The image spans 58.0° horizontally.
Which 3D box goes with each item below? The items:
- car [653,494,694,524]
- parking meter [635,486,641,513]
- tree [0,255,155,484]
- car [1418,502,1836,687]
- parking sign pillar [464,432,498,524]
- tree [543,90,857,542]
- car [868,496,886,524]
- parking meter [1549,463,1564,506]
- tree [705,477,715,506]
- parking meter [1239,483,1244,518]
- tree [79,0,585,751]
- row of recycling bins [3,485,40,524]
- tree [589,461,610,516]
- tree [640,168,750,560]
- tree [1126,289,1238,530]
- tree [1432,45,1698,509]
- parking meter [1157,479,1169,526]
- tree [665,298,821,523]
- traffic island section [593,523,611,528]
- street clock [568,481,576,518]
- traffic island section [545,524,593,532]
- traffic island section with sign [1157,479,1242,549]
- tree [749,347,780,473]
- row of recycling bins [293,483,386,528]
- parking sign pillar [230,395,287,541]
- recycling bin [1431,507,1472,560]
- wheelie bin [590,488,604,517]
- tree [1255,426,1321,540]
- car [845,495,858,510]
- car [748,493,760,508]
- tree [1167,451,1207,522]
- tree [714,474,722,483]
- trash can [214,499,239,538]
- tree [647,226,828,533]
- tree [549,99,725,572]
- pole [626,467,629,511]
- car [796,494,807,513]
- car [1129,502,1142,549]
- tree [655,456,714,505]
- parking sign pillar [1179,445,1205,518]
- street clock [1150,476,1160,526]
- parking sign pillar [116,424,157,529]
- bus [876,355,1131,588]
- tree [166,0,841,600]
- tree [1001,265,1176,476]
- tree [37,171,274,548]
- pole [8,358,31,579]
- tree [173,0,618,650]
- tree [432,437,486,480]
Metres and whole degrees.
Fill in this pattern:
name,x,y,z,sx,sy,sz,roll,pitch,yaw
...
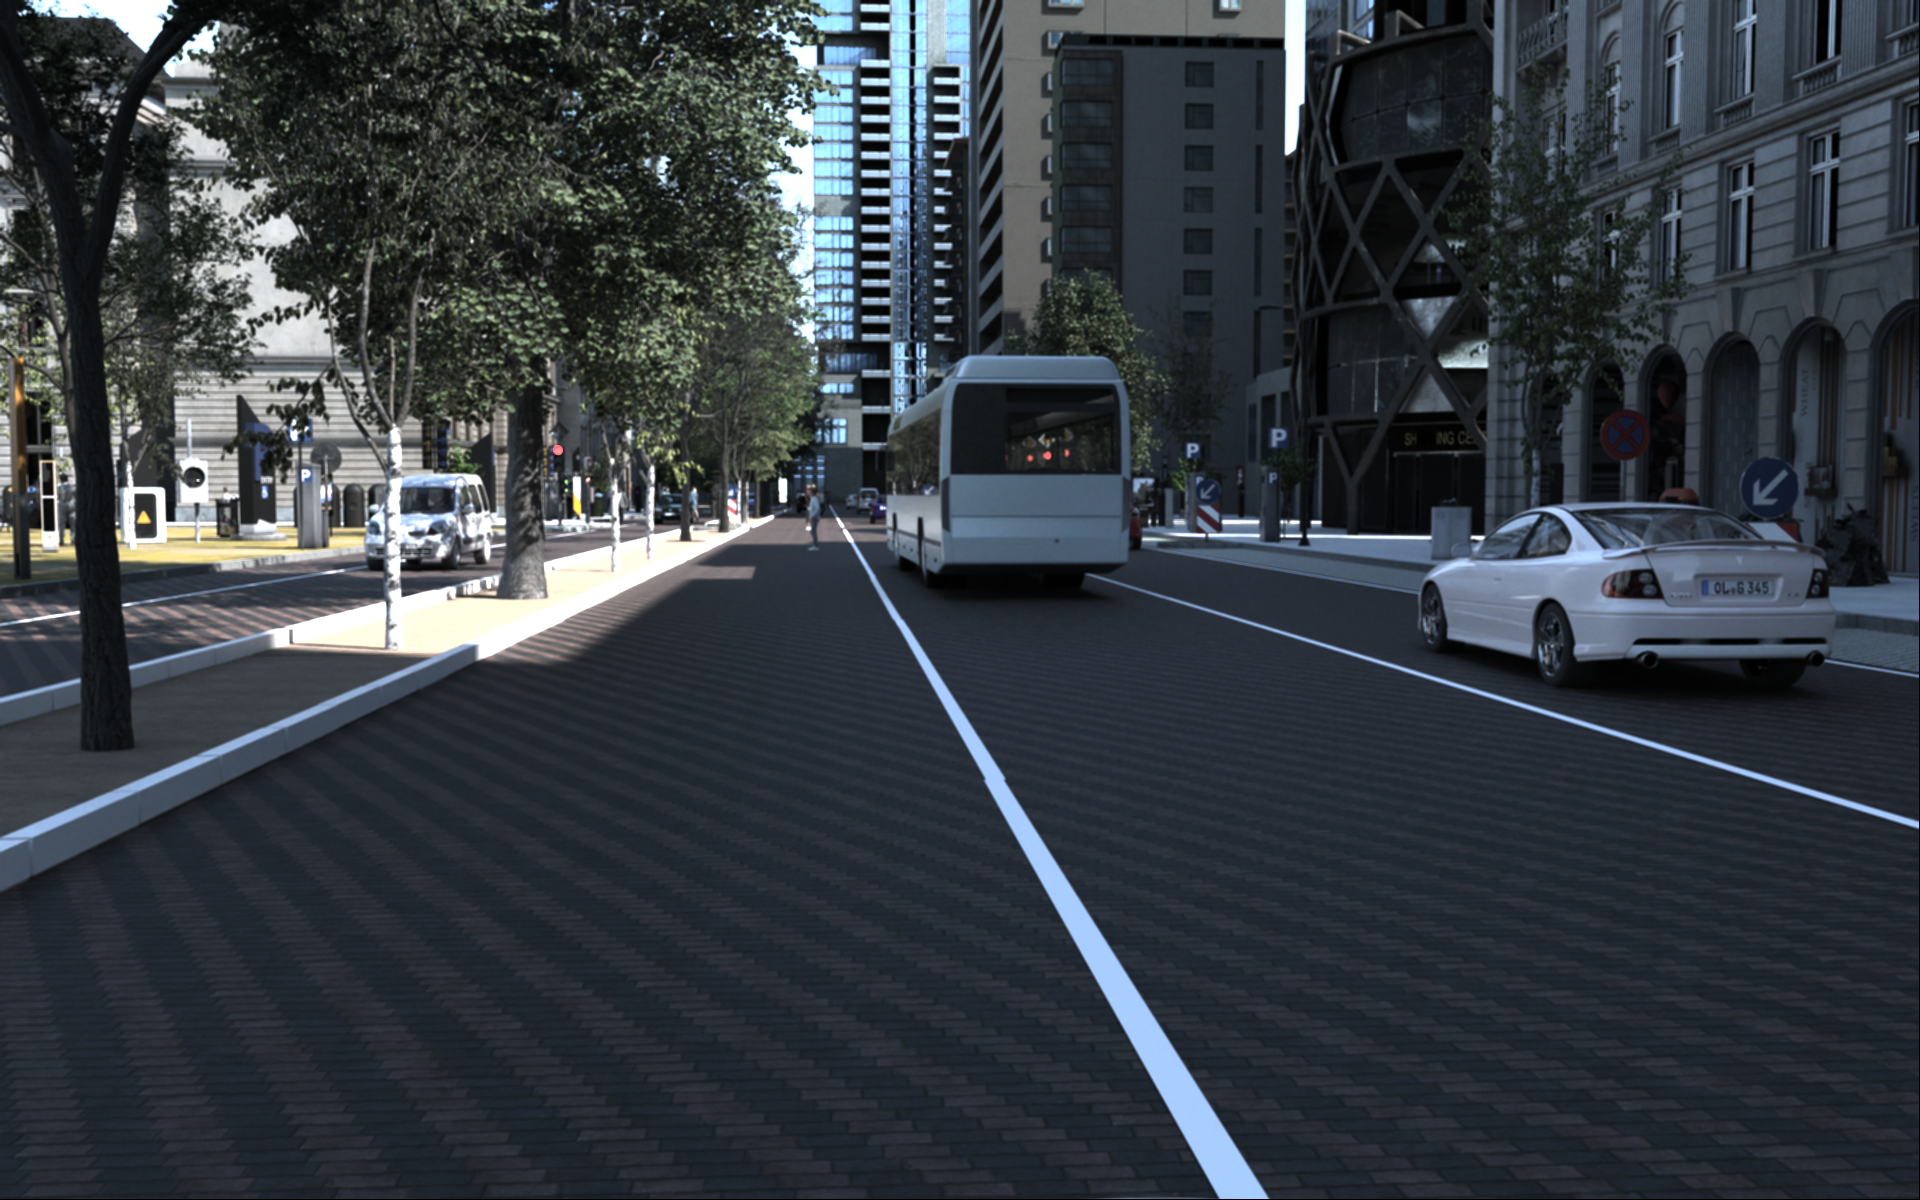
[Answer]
name,x,y,z,sx,sy,sz,roll,pitch,yaw
car,-13.801,-4.500,83.368,2.009,1.686,4.222,0,4,-5
parking meter,-22.335,-6.994,120.062,0.399,1.863,0.255,0,4,4
tree,-28.457,-6.496,56.565,4.737,8.622,4.395,0,3,0
car,5.251,-0.116,14.264,2.083,1.381,4.827,0,4,-3
parking sign pillar,-20.962,-5.333,75.664,1.447,3.967,1.447,1,4,14
tree,-8.153,-8.463,51.197,12.009,13.543,11.850,0,3,0
car,-3.531,-4.398,84.485,1.945,1.354,3.894,0,4,-3
parking meter,11.314,-1.662,32.893,0.255,1.863,0.399,1,4,19
tree,-27.442,-12.061,191.791,1.663,3.219,1.824,0,3,0
parking meter,15.408,-5.448,94.789,0.255,1.863,0.399,0,3,0
tree,-4.781,-4.456,9.734,8.767,10.594,7.601,0,4,-5
row of recycling bins,-39.920,-4.185,75.535,3.534,1.692,1.069,0,4,-2
tree,-20.934,-6.449,100.035,1.663,3.219,1.824,0,3,0
tree,-6.755,-5.186,37.612,4.360,8.622,3.978,0,3,0
tree,8.039,-6.796,61.483,4.360,8.622,3.978,0,3,0
tree,10.074,-4.837,29.443,4.737,8.622,4.395,0,3,0
parking meter,8.059,-3.857,68.775,0.399,1.863,0.255,-2,4,-34
tree,-10.610,-9.983,83.802,7.486,12.596,7.792,0,3,0
traffic island section,-16.215,-3.248,75.381,2.009,0.180,2.903,0,4,-5
street clock,-21.023,-5.475,94.090,0.471,2.002,0.358,-3,5,-45
traffic island section,-15.585,-2.761,67.420,2.009,0.180,2.903,0,4,-5
traffic island section with sign,6.311,-2.290,46.065,1.989,1.847,2.006,0,4,-5
tree,-9.992,-7.653,77.941,4.360,8.622,3.978,0,3,0
row of recycling bins,-23.645,-3.622,66.335,3.534,1.692,1.069,-1,4,-17
parking sign pillar,-19.386,-3.626,47.759,1.447,3.967,1.447,0,4,5
recycling bin,9.638,-1.310,33.977,0.722,1.027,0.722,1,4,19
wheelie bin,-19.971,-5.334,95.124,0.980,1.594,0.693,2,4,30
tree,9.097,-3.332,49.073,1.663,3.219,1.824,0,3,0
car,-9.643,-9.120,161.470,2.083,1.381,4.827,0,4,-4
car,-19.378,-9.182,159.724,1.945,1.707,3.694,0,4,-6
tree,10.135,-5.143,78.697,1.663,3.219,1.824,0,3,0
tree,-29.547,-13.451,203.639,4.285,4.588,4.351,0,3,0
trash can,-21.515,-2.400,50.892,0.748,1.137,0.748,0,3,0
tree,-8.549,-8.253,63.152,9.928,11.665,9.643,0,3,0
tree,-6.219,-4.786,31.077,4.737,8.622,4.395,0,3,0
pole,-24.993,-8.341,130.216,0.158,3.312,0.155,0,3,0
car,-11.560,-7.487,132.200,2.009,1.686,4.222,0,4,-3
car,3.646,-2.278,46.284,2.155,1.783,4.494,0,4,-6
tree,-24.114,-10.176,150.083,4.285,4.588,4.351,0,3,0
parking sign pillar,12.688,-6.475,94.336,1.447,3.967,1.447,1,4,14
street clock,7.782,-3.974,69.538,0.358,2.002,0.471,-2,4,-29
parking sign pillar,-30.143,-4.585,63.435,1.447,3.967,1.447,3,4,37
bus,0.341,-2.129,29.670,2.948,3.499,13.247,0,4,-6
tree,-5.981,-6.984,23.300,9.857,13.997,8.962,0,3,0
tree,6.226,-10.409,87.201,9.611,12.733,9.660,0,3,0
tree,-19.333,-5.523,40.670,4.360,8.622,3.978,0,3,0
pole,-14.142,-1.969,26.032,0.158,3.312,0.155,0,3,0
tree,-5.221,-3.855,15.846,4.360,8.622,3.978,0,3,0
tree,-17.009,-3.922,58.732,1.663,3.219,1.824,0,3,0
